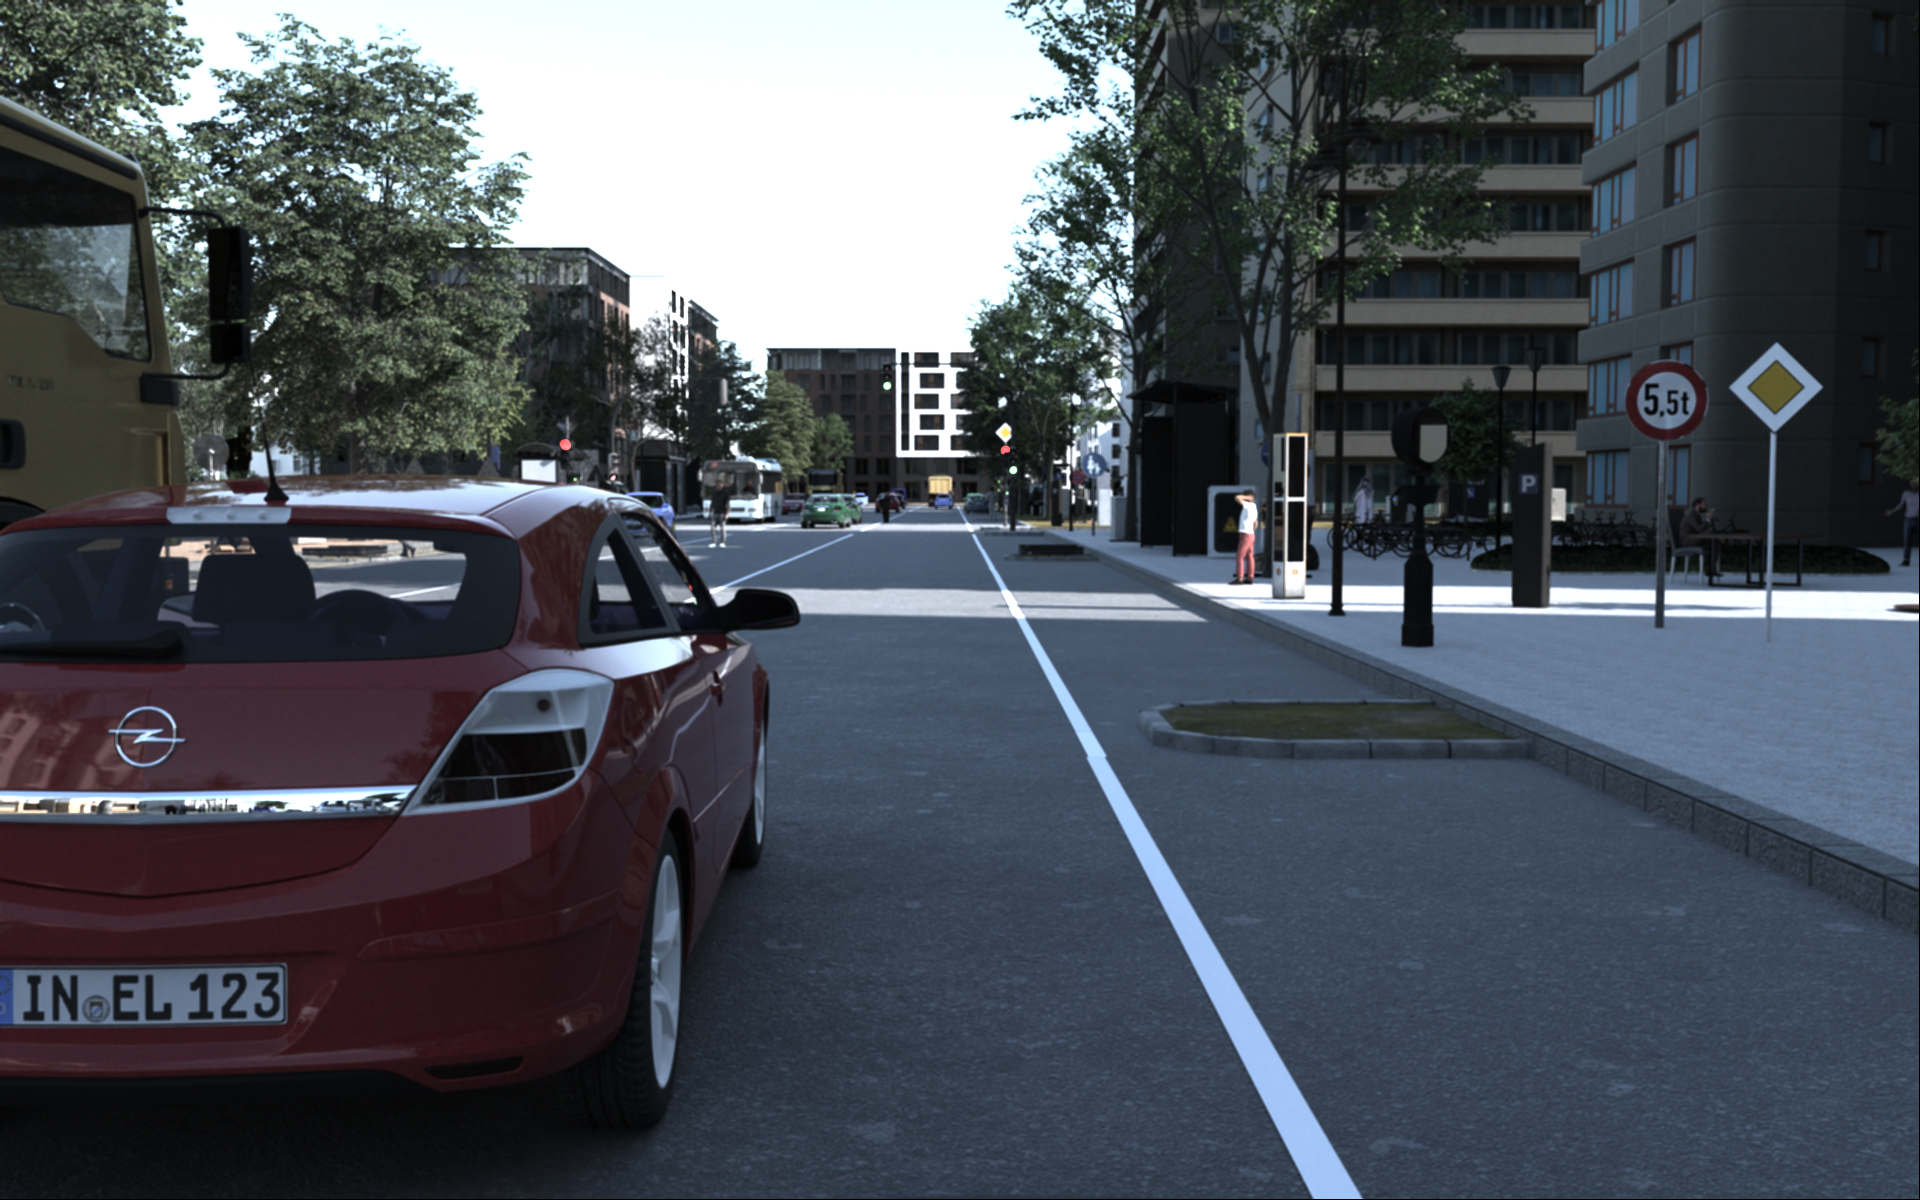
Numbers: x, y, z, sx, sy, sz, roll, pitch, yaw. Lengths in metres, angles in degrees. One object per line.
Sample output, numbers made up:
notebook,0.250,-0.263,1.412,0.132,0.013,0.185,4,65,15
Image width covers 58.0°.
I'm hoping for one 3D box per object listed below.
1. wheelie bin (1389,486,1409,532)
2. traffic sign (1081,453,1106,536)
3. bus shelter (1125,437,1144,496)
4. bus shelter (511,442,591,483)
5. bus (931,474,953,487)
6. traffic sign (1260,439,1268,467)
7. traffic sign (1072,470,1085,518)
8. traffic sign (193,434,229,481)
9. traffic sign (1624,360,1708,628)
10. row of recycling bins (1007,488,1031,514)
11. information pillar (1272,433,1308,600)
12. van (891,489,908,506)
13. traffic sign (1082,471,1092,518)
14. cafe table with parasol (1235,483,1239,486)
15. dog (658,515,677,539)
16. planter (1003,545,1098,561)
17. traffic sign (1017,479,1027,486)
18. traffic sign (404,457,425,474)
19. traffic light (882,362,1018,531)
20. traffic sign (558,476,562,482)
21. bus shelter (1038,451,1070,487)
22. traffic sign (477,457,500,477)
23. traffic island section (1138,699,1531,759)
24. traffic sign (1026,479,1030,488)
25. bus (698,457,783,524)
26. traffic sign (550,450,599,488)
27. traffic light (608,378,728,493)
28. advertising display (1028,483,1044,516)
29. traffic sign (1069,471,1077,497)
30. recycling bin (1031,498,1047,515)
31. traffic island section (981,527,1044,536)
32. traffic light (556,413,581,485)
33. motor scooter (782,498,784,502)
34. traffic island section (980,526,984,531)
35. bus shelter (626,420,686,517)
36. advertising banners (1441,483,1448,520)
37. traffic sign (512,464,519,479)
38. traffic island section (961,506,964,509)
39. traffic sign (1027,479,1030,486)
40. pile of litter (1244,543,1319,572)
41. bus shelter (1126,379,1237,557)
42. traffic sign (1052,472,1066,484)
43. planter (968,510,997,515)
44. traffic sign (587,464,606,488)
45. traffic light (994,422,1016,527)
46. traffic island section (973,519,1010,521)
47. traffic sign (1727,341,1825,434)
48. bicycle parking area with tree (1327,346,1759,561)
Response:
wheelie bin,15.068,-3.151,59.434,0.693,1.594,0.980,1,4,12
traffic sign,4.108,-3.250,53.251,0.768,2.556,0.104,0,4,3
bus shelter,6.572,-3.771,55.584,2.014,3.302,5.546,0,4,0
bus shelter,-16.596,-4.690,70.600,2.014,3.302,5.546,0,4,0
bus,-2.367,-13.438,211.250,2.896,3.916,12.252,0,3,0
traffic sign,6.897,-2.296,37.644,0.768,2.556,0.104,0,4,3
traffic sign,6.293,-5.644,92.393,0.768,2.556,0.104,0,4,4
traffic sign,-15.779,-2.225,36.491,0.768,2.556,0.104,0,4,1
traffic sign,6.718,-1.006,16.559,0.768,2.556,0.104,0,4,6
row of recycling bins,4.846,-6.483,113.116,3.534,1.692,1.069,0,4,4
information pillar,4.017,-1.017,21.118,0.304,2.012,0.304,-1,4,-20
van,-7.457,-12.595,210.307,2.240,2.365,5.245,0,4,0
traffic sign,6.679,-5.684,93.042,0.768,2.556,0.104,0,3,0
cafe table with parasol,21.331,-8.250,139.750,2.610,1.966,2.610,2,4,25
dog,-8.507,-2.063,50.570,0.513,0.831,0.800,-3,5,-41
planter,1.950,-1.029,37.968,1.991,0.319,1.994,0,4,0
traffic sign,4.582,-7.779,127.297,0.768,2.556,0.104,0,4,6
traffic sign,-18.838,-3.658,59.814,0.884,2.594,0.081,0,4,0
traffic light,-0.283,-5.216,59.953,4.771,5.953,1.251,0,4,0
traffic sign,-17.756,-4.606,75.308,0.884,2.594,0.081,0,4,8
bus shelter,6.456,-8.854,122.388,2.179,5.291,8.768,0,4,0
traffic sign,-16.324,-3.664,59.912,0.884,2.594,0.081,0,4,4
traffic island section,2.098,0.764,10.368,1.991,0.108,1.994,0,4,0
traffic sign,5.406,-8.581,140.400,0.768,2.556,0.104,0,4,2
bus,-10.631,-5.533,85.328,2.948,3.499,13.247,0,4,-1
traffic sign,-17.706,-5.241,79.564,2.265,3.308,0.079,0,4,7
traffic light,-11.523,-5.711,68.041,4.771,5.953,1.251,0,4,0
advertising display,4.544,-5.997,103.269,0.974,1.923,0.123,-1,4,-13
traffic sign,6.269,-5.729,93.774,0.768,2.556,0.104,0,4,2
recycling bin,4.754,-5.623,104.483,0.722,1.027,0.722,2,4,32
traffic island section,1.848,-2.320,60.220,2.009,0.180,2.903,0,4,0
traffic light,-13.573,-4.348,60.010,0.839,4.253,0.868,0,4,0
motor scooter,-14.111,-7.714,138.900,0.815,1.314,1.986,0,4,1
traffic island section,1.807,-2.809,68.205,2.009,0.180,2.903,0,4,0
bus shelter,-16.998,-7.264,96.405,2.179,5.291,8.768,0,4,0
advertising banners,19.560,-4.482,69.469,0.090,3.025,2.074,0,4,-1
traffic sign,-18.769,-4.519,73.989,0.768,2.556,0.104,0,4,2
traffic island section,1.139,-10.664,197.217,1.991,0.108,1.994,0,4,0
traffic sign,5.030,-7.957,130.094,0.884,2.594,0.081,0,4,4
pile of litter,5.372,-0.934,29.232,1.719,0.858,1.176,-2,4,-30
bus shelter,4.858,-2.889,38.523,1.731,3.624,6.357,0,4,0
traffic sign,5.738,-6.136,100.437,0.768,2.556,0.104,0,4,1
planter,1.530,-6.051,120.068,1.991,0.319,1.994,0,4,0
traffic sign,-15.493,-4.512,73.773,0.884,2.594,0.081,1,4,9
traffic light,1.767,-4.842,68.090,0.839,4.253,0.868,0,4,0
traffic island section,1.676,-4.298,93.132,1.991,0.108,1.994,0,4,0
traffic sign,7.031,-0.930,14.938,0.795,2.593,0.064,0,4,8
bicycle parking area with tree,11.816,-3.018,36.339,9.016,4.147,8.231,2,4,24
